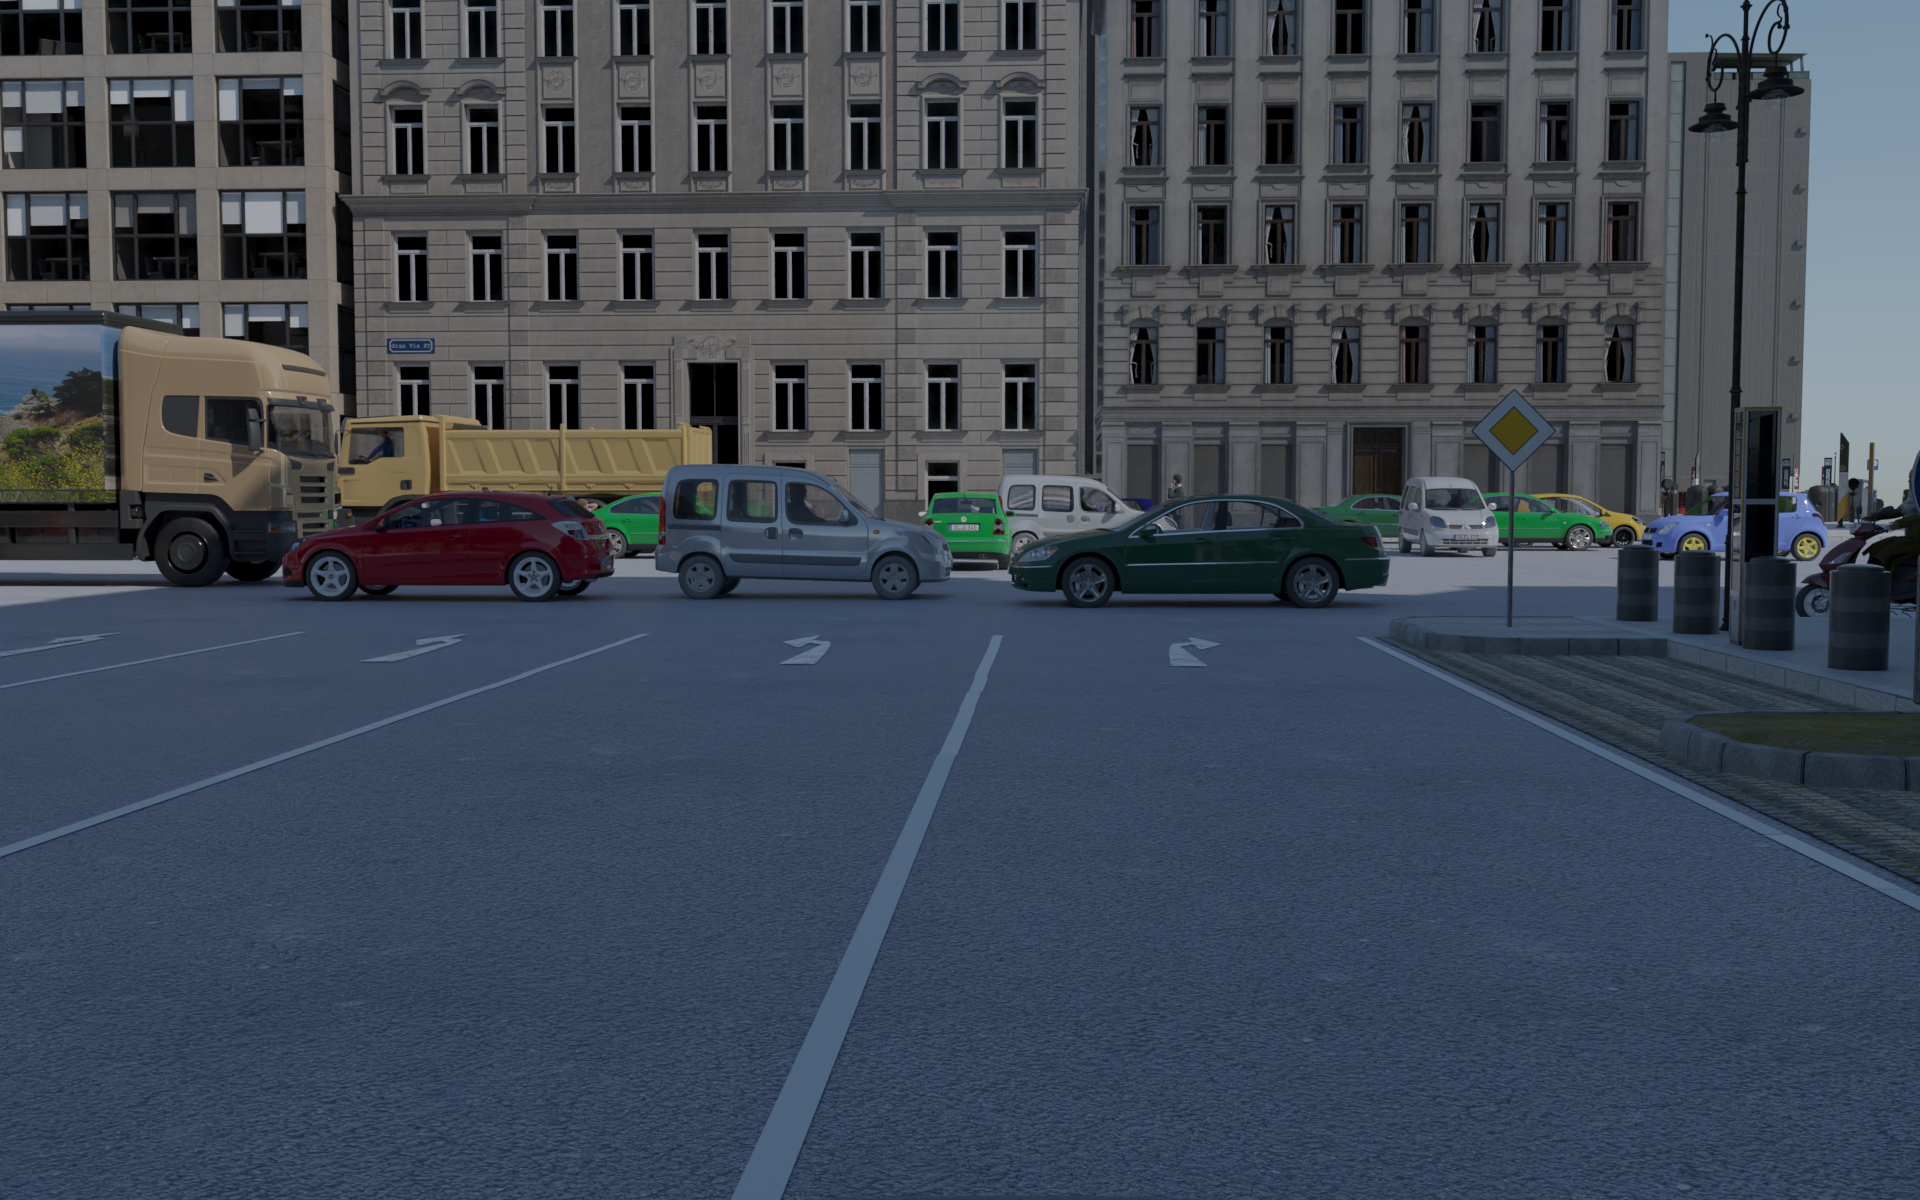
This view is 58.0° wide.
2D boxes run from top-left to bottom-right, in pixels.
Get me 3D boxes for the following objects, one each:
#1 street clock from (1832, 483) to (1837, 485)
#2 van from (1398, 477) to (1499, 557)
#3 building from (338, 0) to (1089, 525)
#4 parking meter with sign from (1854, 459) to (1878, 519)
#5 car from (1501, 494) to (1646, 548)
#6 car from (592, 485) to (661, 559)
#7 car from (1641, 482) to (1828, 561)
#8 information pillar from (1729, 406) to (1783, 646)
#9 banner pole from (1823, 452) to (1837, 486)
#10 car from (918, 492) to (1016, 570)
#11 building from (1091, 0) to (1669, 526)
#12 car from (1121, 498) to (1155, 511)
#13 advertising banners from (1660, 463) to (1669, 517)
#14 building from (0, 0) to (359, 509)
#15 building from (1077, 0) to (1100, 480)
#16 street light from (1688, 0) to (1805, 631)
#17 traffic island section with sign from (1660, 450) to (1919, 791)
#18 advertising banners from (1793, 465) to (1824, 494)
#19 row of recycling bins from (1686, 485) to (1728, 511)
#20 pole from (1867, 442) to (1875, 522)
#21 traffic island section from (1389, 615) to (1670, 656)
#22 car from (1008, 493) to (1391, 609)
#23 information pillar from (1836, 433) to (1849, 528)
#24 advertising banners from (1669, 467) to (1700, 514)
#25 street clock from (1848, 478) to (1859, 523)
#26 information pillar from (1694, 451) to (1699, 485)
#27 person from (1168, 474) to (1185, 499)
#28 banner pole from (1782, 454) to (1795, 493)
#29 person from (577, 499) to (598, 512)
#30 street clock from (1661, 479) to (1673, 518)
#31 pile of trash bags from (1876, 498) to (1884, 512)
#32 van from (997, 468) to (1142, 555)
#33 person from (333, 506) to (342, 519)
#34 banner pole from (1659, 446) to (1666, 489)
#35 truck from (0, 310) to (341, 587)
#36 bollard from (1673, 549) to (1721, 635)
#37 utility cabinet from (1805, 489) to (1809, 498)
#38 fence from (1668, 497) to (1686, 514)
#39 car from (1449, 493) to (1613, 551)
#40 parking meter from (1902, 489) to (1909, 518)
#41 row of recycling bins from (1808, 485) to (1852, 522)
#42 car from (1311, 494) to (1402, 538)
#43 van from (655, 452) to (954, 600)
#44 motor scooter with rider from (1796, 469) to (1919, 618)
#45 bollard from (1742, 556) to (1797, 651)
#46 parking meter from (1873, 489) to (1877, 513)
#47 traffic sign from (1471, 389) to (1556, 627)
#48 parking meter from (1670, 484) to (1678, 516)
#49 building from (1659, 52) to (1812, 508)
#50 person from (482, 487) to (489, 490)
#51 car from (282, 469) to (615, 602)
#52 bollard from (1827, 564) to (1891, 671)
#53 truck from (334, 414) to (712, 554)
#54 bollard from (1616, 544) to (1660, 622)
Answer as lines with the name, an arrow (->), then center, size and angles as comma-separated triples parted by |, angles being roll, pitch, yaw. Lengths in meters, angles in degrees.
street clock -> 56.612, -6.592, 112.351 | 0.471, 2.002, 0.358 | 2, 4, 24
van -> 11.484, -2.071, 40.873 | 2.013, 2.044, 4.112 | 0, 4, 4
building -> -7.871, -16.216, 62.390 | 25.104, 27.353, 12.463 | 0, 4, 3
parking meter with sign -> 45.672, -5.593, 87.709 | 0.543, 3.016, 1.738 | 0, 4, -5
car -> 16.430, -2.230, 46.678 | 3.980, 1.641, 2.015 | 0, 4, 3
car -> -6.278, -1.838, 38.847 | 4.718, 1.807, 1.959 | 0, 4, 3
car -> 16.809, -1.720, 37.719 | 3.694, 1.707, 1.945 | 0, 4, 3
information pillar -> 6.748, -0.624, 14.702 | 0.304, 2.012, 0.304 | 1, 4, 9
banner pole -> 52.294, -6.974, 104.046 | 0.863, 3.779, 0.401 | 1, 4, 11
car -> 0.120, -1.548, 34.105 | 1.959, 1.807, 4.718 | 0, 4, 1
building -> 13.740, -12.888, 59.865 | 18.267, 20.994, 9.793 | 0, 4, 3
car -> 4.007, -2.219, 48.860 | 3.894, 1.354, 1.945 | 0, 4, 4
advertising banners -> 39.288, -6.157, 96.850 | 0.090, 3.025, 2.074 | 1, 4, 14
building -> -37.311, -16.083, 67.466 | 34.151, 26.468, 19.350 | 0, 4, 3
building -> 19.549, -48.027, 223.495 | 20.611, 71.187, 20.563 | 0, 4, 3
street light -> 7.230, -2.649, 16.095 | 0.468, 5.910, 1.993 | 0, 4, 3
traffic island section with sign -> 4.907, -0.036, 9.214 | 1.989, 1.847, 2.006 | 0, 4, 3
advertising banners -> 53.765, -6.915, 109.251 | 2.074, 3.025, 0.090 | 1, 4, 11
row of recycling bins -> 33.673, -4.247, 76.554 | 3.534, 1.692, 1.069 | -1, 4, -21
pole -> 36.024, -4.566, 68.493 | 0.158, 3.312, 0.155 | 0, 3, 0
traffic island section -> 5.327, 0.339, 16.738 | 2.009, 0.180, 2.903 | 0, 4, 3
car -> 3.080, -0.658, 22.559 | 4.920, 1.459, 2.131 | 0, 4, 2
information pillar -> 33.528, -4.550, 65.741 | 0.183, 3.616, 0.504 | 0, 4, -6
advertising banners -> 46.115, -6.998, 110.602 | 2.074, 3.025, 0.090 | 1, 4, 22
street clock -> 39.793, -4.442, 77.195 | 0.471, 2.002, 0.358 | 2, 4, 24
information pillar -> 39.618, -6.227, 93.170 | 0.183, 3.616, 0.504 | 3, 4, 37
person -> 5.133, -2.044, 41.276 | 0.474, 1.900, 0.648 | 0, 4, -1
banner pole -> 51.317, -7.170, 107.252 | 0.863, 3.779, 0.401 | 2, 4, 35
person -> -6.647, -1.136, 30.977 | 0.340, 1.345, 0.435 | 1, 4, 23
street clock -> 33.346, -4.720, 81.738 | 0.471, 2.002, 0.358 | -1, 4, -18
pile of trash bags -> 48.098, -5.038, 92.129 | 1.912, 1.369, 3.447 | 1, 4, 20
van -> 2.760, -1.887, 37.864 | 4.112, 2.044, 2.013 | 0, 4, 2
person -> -16.971, -2.331, 47.157 | 0.362, 1.759, 0.519 | -2, 4, -33
banner pole -> 36.291, -6.096, 89.679 | 0.401, 3.779, 0.863 | 0, 4, -4
truck -> -15.192, -2.375, 27.740 | 11.283, 4.237, 2.839 | 0, 4, 3
bollard -> 6.794, -0.077, 15.972 | 0.404, 0.777, 0.398 | 0, 3, 0
utility cabinet -> 40.604, -4.483, 81.971 | 0.318, 1.500, 1.173 | -2, 4, -34
fence -> 43.365, -5.759, 105.367 | 2.264, 1.192, 0.480 | 2, 4, 31
car -> 14.204, -2.169, 44.265 | 4.718, 1.807, 1.959 | 0, 4, 5
parking meter -> 46.484, -4.685, 85.010 | 0.372, 1.533, 0.369 | 0, 3, 0
row of recycling bins -> 40.072, -4.445, 79.794 | 3.534, 1.692, 1.069 | -3, 5, -40
car -> 12.538, -2.373, 50.602 | 4.920, 1.459, 2.131 | 0, 4, 2
van -> -2.141, -1.050, 24.177 | 4.112, 2.044, 2.013 | 0, 4, 2
motor scooter with rider -> 10.218, -0.616, 19.038 | 1.986, 1.779, 0.876 | 0, 4, 4
bollard -> 6.702, 0.023, 14.344 | 0.404, 0.777, 0.398 | 0, 3, 0
parking meter -> 44.204, -4.619, 83.926 | 0.372, 1.533, 0.369 | 0, 3, 0
traffic sign -> 5.303, -0.796, 16.663 | 0.795, 2.450, 0.064 | 0, 4, 3
parking meter -> 41.222, -5.767, 100.009 | 0.399, 1.863, 0.255 | -1, 4, -19
building -> 70.060, -29.378, 163.917 | 14.086, 41.232, 14.154 | 0, 4, 3
person -> -10.866, -1.811, 39.972 | 0.647, 1.594, 0.662 | 0, 4, -3
car -> -7.040, -0.904, 23.819 | 4.494, 1.783, 2.155 | 0, 4, 3
bollard -> 6.606, 0.122, 12.723 | 0.404, 0.777, 0.398 | 0, 3, 0
truck -> -11.226, -2.882, 43.051 | 9.791, 3.379, 3.469 | 0, 4, 4
bollard -> 6.886, -0.176, 17.595 | 0.404, 0.777, 0.398 | 0, 3, 0
